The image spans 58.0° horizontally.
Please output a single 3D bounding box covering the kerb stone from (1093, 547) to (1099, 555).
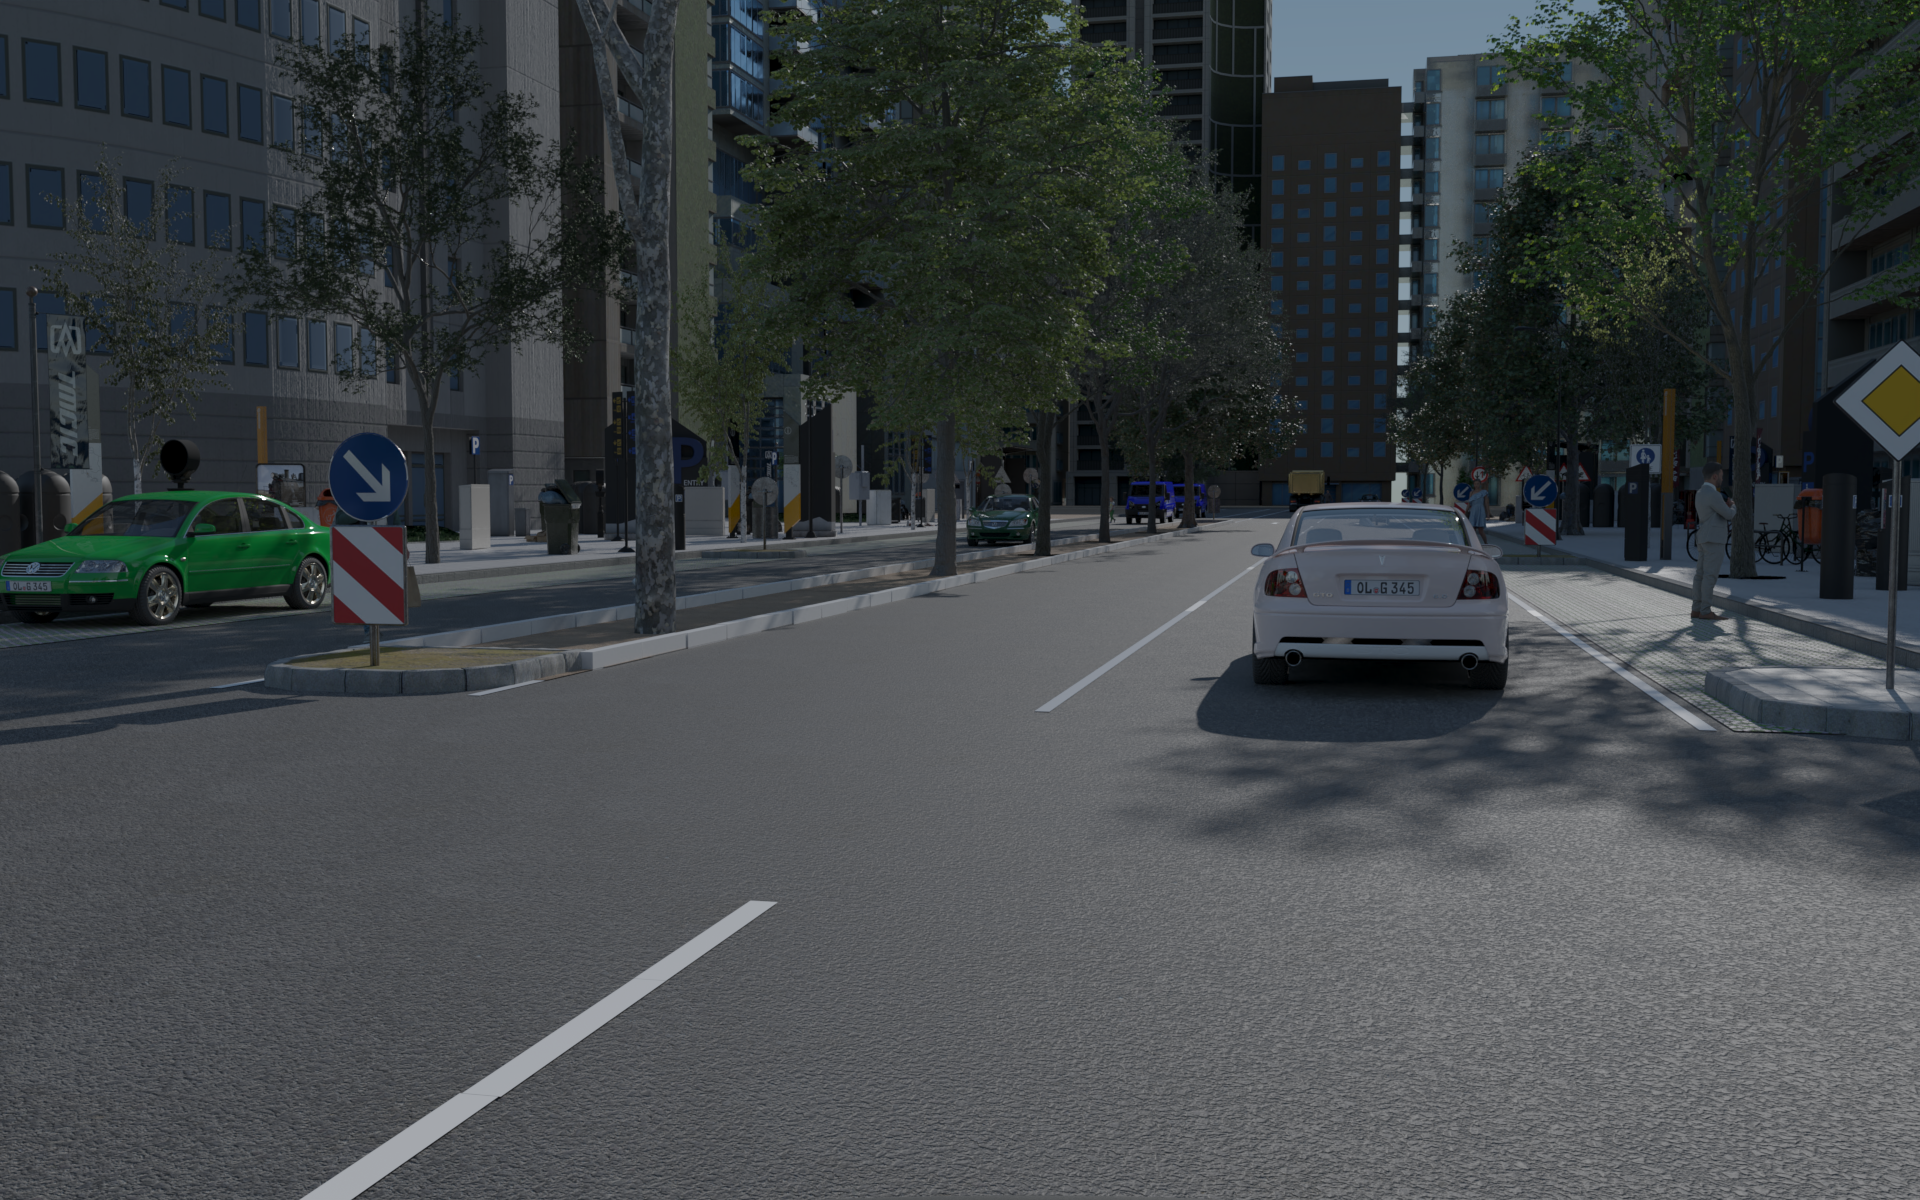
[{"bbox_3d":[3.065,-1.122,40.547,0.120,0.150,1.000,1,4,13],"label":"kerb stone"}]

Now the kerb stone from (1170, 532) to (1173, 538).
[{"bbox_3d":[6.753,-2.097,56.514,0.120,0.150,1.000,1,4,13],"label":"kerb stone"}]

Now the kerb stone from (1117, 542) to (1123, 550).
[{"bbox_3d":[3.991,-1.365,44.535,0.120,0.150,1.000,1,4,13],"label":"kerb stone"}]

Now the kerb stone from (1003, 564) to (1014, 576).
[{"bbox_3d":[0.756,-0.510,30.538,0.120,0.150,1.000,1,4,13],"label":"kerb stone"}]

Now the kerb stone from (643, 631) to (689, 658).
[{"bbox_3d":[-2.705,0.408,15.560,0.120,0.150,1.000,1,4,13],"label":"kerb stone"}]

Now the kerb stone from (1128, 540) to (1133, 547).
[{"bbox_3d":[4.447,-1.488,46.529,0.120,0.150,1.000,1,4,13],"label":"kerb stone"}]

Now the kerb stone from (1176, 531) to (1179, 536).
[{"bbox_3d":[7.213,-2.221,58.506,0.120,0.150,1.000,1,4,13],"label":"kerb stone"}]

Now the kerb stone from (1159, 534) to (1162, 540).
[{"bbox_3d":[6.058,-1.916,53.518,0.120,0.150,1.000,1,4,13],"label":"kerb stone"}]

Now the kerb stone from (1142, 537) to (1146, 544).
[{"bbox_3d":[5.133,-1.672,49.529,0.120,0.150,1.000,1,4,13],"label":"kerb stone"}]

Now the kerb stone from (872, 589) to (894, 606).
[{"bbox_3d":[-1.084,-0.020,22.542,0.120,0.150,1.000,1,4,13],"label":"kerb stone"}]

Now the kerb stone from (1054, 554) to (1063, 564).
[{"bbox_3d":[1.918,-0.815,35.540,0.120,0.150,1.000,1,4,13],"label":"kerb stone"}]

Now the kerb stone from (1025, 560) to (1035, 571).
[{"bbox_3d":[1.217,-0.633,32.538,0.120,0.150,1.000,1,4,13],"label":"kerb stone"}]

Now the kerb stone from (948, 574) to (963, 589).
[{"bbox_3d":[-0.164,-0.265,26.536,0.120,0.150,1.000,1,4,13],"label":"kerb stone"}]

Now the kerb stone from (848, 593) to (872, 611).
[{"bbox_3d":[-1.316,0.040,21.546,0.120,0.150,1.000,1,4,13],"label":"kerb stone"}]

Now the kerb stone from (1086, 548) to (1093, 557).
[{"bbox_3d":[2.841,-1.061,39.547,0.120,0.150,1.000,1,4,13],"label":"kerb stone"}]

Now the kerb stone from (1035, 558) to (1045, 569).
[{"bbox_3d":[1.449,-0.692,33.547,0.120,0.150,1.000,1,4,13],"label":"kerb stone"}]

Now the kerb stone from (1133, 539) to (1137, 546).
[{"bbox_3d":[4.677,-1.549,47.526,0.120,0.150,1.000,1,4,13],"label":"kerb stone"}]

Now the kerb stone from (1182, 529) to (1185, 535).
[{"bbox_3d":[7.675,-2.335,60.499,0.120,0.150,1.000,1,4,13],"label":"kerb stone"}]

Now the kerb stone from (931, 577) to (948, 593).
[{"bbox_3d":[-0.395,-0.204,25.531,0.120,0.150,1.000,1,4,13],"label":"kerb stone"}]

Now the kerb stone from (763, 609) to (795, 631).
[{"bbox_3d":[-2.013,0.223,18.549,0.120,0.150,1.000,1,4,13],"label":"kerb stone"}]

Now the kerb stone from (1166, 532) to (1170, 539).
[{"bbox_3d":[6.525,-2.038,55.514,0.120,0.150,1.000,1,4,13],"label":"kerb stone"}]

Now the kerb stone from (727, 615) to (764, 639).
[{"bbox_3d":[-2.237,0.284,17.552,0.120,0.150,1.000,1,4,13],"label":"kerb stone"}]

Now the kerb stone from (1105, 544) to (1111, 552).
[{"bbox_3d":[3.522,-1.244,42.541,0.120,0.150,1.000,1,4,13],"label":"kerb stone"}]

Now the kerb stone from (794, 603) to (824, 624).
[{"bbox_3d":[-1.773,0.162,19.546,0.120,0.150,1.000,1,4,13],"label":"kerb stone"}]

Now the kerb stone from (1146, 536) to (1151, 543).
[{"bbox_3d":[5.371,-1.727,50.529,0.120,0.150,1.000,1,4,13],"label":"kerb stone"}]

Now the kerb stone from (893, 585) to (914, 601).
[{"bbox_3d":[-0.850,-0.082,23.537,0.120,0.150,1.000,1,4,13],"label":"kerb stone"}]

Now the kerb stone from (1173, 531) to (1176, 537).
[{"bbox_3d":[6.983,-2.160,57.510,0.120,0.150,1.000,1,4,13],"label":"kerb stone"}]

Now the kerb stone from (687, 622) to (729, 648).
[{"bbox_3d":[-2.466,0.350,16.555,0.120,0.150,1.000,1,4,13],"label":"kerb stone"}]

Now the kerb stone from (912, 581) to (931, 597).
[{"bbox_3d":[-0.625,-0.143,24.534,0.120,0.150,1.000,1,4,13],"label":"kerb stone"}]

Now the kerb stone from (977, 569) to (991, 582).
[{"bbox_3d":[0.301,-0.388,28.536,0.120,0.150,1.000,1,4,13],"label":"kerb stone"}]

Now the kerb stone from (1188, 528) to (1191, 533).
[{"bbox_3d":[8.133,-2.465,62.505,0.120,0.150,1.000,1,4,13],"label":"kerb stone"}]

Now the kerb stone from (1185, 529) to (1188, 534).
[{"bbox_3d":[7.897,-2.400,61.502,0.120,0.150,1.000,1,4,13],"label":"kerb stone"}]

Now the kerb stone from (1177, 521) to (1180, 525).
[{"bbox_3d":[9.789,-3.471,79.014,0.120,0.150,1.000,1,4,13],"label":"kerb stone"}]

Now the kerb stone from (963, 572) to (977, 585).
[{"bbox_3d":[0.064,-0.327,27.541,0.120,0.150,1.000,1,4,13],"label":"kerb stone"}]

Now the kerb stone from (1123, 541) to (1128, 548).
[{"bbox_3d":[4.213,-1.427,45.534,0.120,0.150,1.000,1,4,13],"label":"kerb stone"}]

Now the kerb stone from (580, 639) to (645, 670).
[{"bbox_3d":[-2.928,0.467,14.562,0.120,0.150,1.000,1,4,13],"label":"kerb stone"}]

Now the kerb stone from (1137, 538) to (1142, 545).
[{"bbox_3d":[4.908,-1.610,48.526,0.120,0.150,1.000,1,4,13],"label":"kerb stone"}]

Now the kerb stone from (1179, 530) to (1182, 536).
[{"bbox_3d":[7.446,-2.282,59.501,0.120,0.150,1.000,1,4,13],"label":"kerb stone"}]

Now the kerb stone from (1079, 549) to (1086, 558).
[{"bbox_3d":[2.603,-1.000,38.552,0.120,0.150,1.000,1,4,13],"label":"kerb stone"}]

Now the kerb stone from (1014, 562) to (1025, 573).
[{"bbox_3d":[0.984,-0.572,31.542,0.120,0.150,1.000,1,4,13],"label":"kerb stone"}]

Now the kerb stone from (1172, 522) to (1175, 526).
[{"bbox_3d":[9.328,-3.353,77.021,0.120,0.150,1.000,1,4,13],"label":"kerb stone"}]

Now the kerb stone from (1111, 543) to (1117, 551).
[{"bbox_3d":[3.760,-1.304,43.535,0.120,0.150,1.000,1,4,13],"label":"kerb stone"}]

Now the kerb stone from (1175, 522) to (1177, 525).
[{"bbox_3d":[9.572,-3.414,78.014,0.120,0.150,1.000,1,4,13],"label":"kerb stone"}]

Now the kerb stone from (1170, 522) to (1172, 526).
[{"bbox_3d":[9.092,-3.291,76.007,0.120,0.150,1.000,1,4,13],"label":"kerb stone"}]

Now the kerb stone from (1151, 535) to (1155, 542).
[{"bbox_3d":[5.606,-1.794,51.523,0.120,0.150,1.000,1,4,13],"label":"kerb stone"}]

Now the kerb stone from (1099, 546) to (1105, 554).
[{"bbox_3d":[3.290,-1.183,41.545,0.120,0.150,1.000,1,4,13],"label":"kerb stone"}]

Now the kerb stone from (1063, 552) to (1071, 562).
[{"bbox_3d":[2.143,-0.878,36.558,0.120,0.150,1.000,1,4,13],"label":"kerb stone"}]

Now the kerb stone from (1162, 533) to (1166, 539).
[{"bbox_3d":[6.292,-1.974,54.519,0.120,0.150,1.000,1,4,13],"label":"kerb stone"}]

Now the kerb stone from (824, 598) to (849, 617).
[{"bbox_3d":[-1.543,0.102,20.550,0.120,0.150,1.000,1,4,13],"label":"kerb stone"}]

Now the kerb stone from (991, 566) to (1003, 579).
[{"bbox_3d":[0.528,-0.446,29.542,0.120,0.150,1.000,1,4,13],"label":"kerb stone"}]

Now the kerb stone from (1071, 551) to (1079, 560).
[{"bbox_3d":[2.379,-0.939,37.552,0.120,0.150,1.000,1,4,13],"label":"kerb stone"}]

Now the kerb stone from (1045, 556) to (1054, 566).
[{"bbox_3d":[1.680,-0.755,34.542,0.120,0.150,1.000,1,4,13],"label":"kerb stone"}]

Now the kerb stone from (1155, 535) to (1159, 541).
[{"bbox_3d":[5.834,-1.852,52.520,0.120,0.150,1.000,1,4,13],"label":"kerb stone"}]
